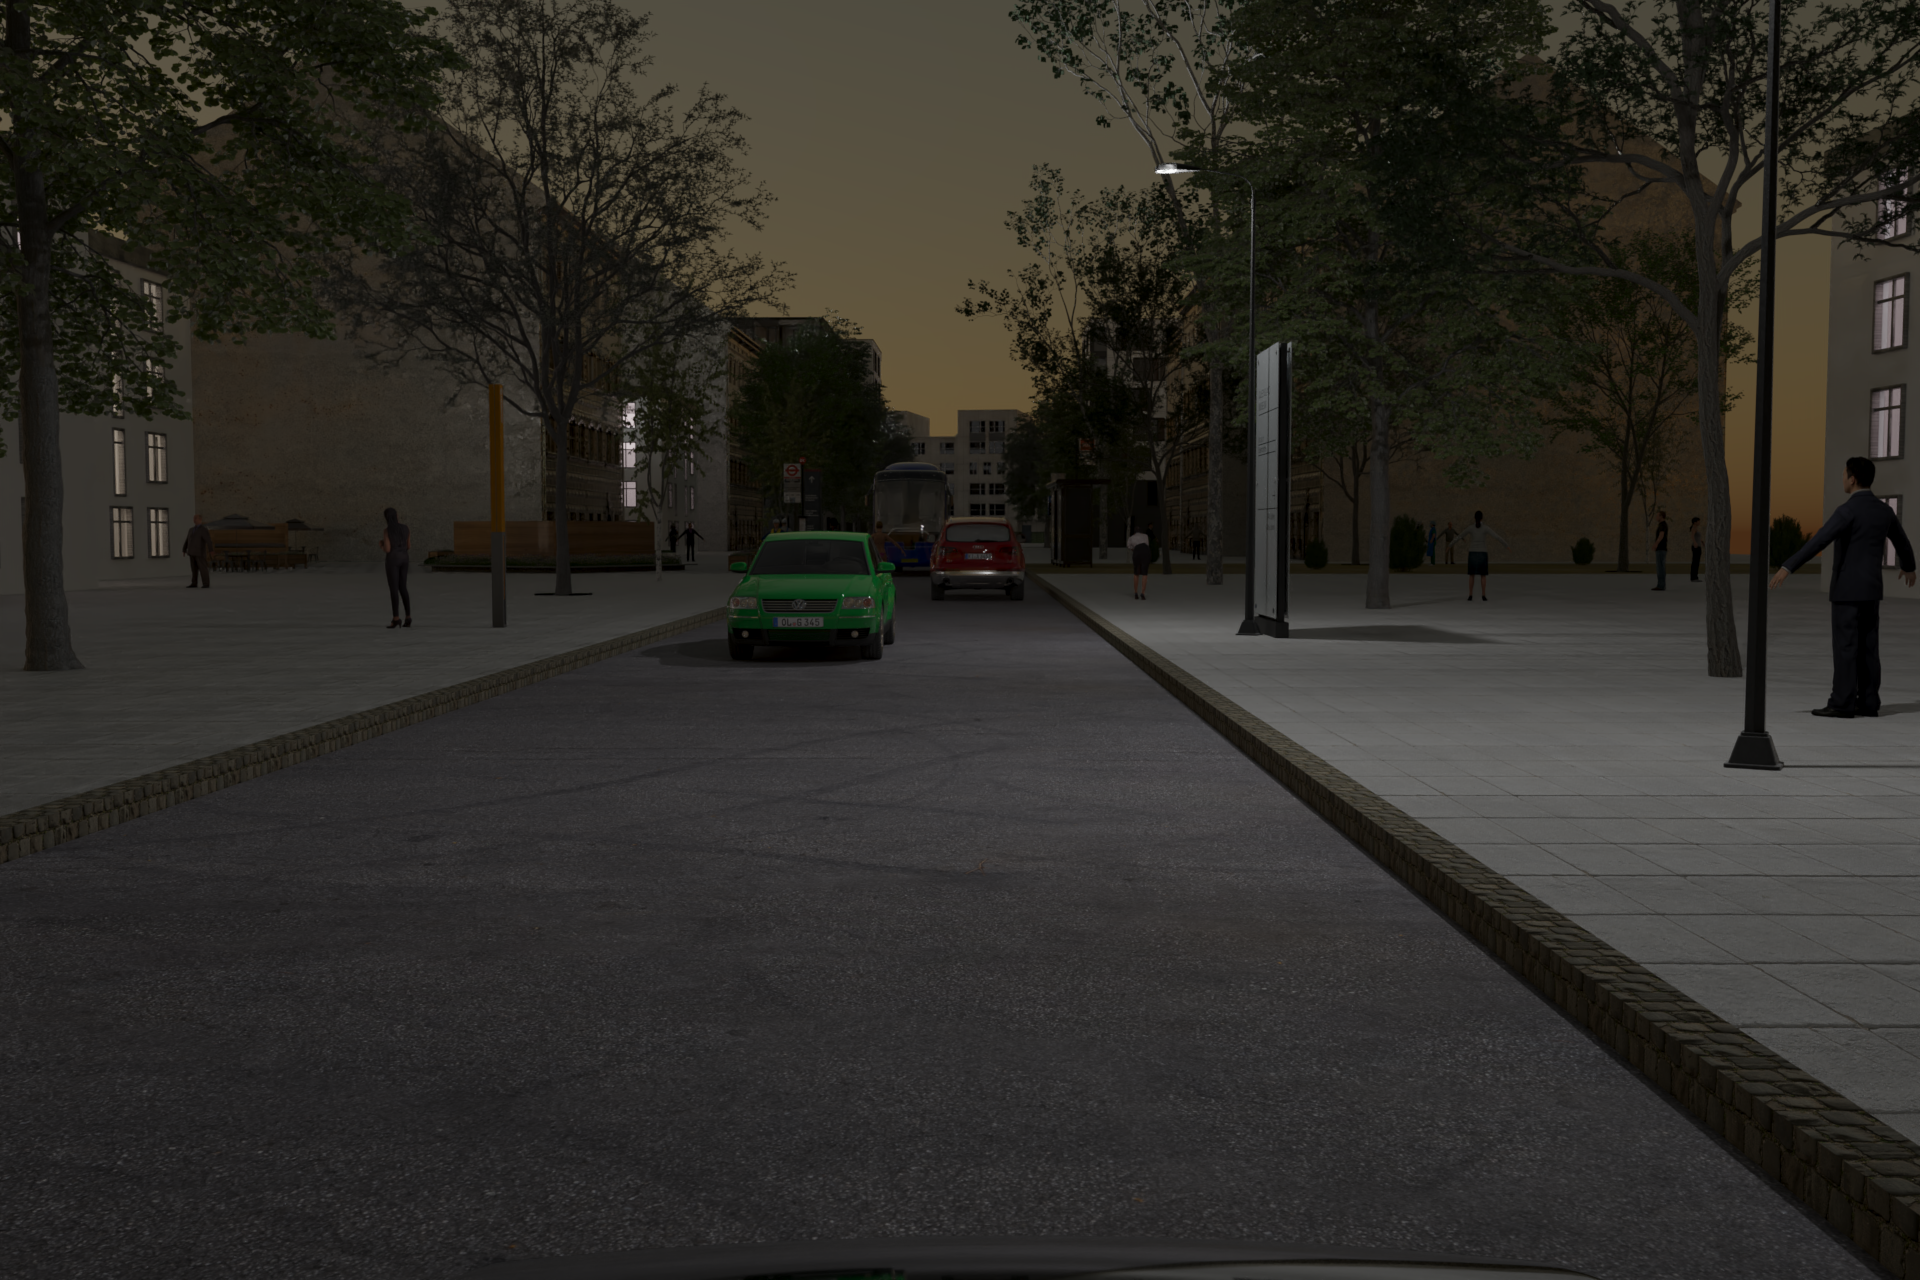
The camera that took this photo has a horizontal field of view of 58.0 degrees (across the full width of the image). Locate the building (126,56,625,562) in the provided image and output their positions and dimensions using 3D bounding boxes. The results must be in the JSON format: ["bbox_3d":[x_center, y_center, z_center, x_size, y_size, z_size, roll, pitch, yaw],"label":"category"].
[{"bbox_3d":[-27.984,-15.644,86.710,19.493,23.208,18.063,0,4,0],"label":"building"}]

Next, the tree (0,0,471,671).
[{"bbox_3d":[-8.442,-5.963,15.627,7.486,12.596,7.792,0,3,0],"label":"tree"}]

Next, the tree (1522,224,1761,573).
[{"bbox_3d":[22.444,-8.076,57.798,9.928,11.665,9.643,0,3,0],"label":"tree"}]

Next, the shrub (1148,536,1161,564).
[{"bbox_3d":[8.126,-3.860,74.222,1.383,1.207,1.383,0,3,0],"label":"shrub"}]

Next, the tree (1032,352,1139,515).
[{"bbox_3d":[8.059,-11.645,108.520,7.486,12.596,7.792,0,3,0],"label":"tree"}]

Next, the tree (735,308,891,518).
[{"bbox_3d":[-8.653,-11.761,98.945,9.857,13.997,8.962,0,3,0],"label":"tree"}]

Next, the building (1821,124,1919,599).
[{"bbox_3d":[23.316,-5.014,24.127,9.099,9.664,28.070,0,4,1],"label":"building"}]

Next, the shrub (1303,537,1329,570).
[{"bbox_3d":[12.888,-3.151,62.639,1.383,1.207,1.383,0,3,0],"label":"shrub"}]

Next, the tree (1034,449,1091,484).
[{"bbox_3d":[7.179,-10.859,127.903,4.360,8.622,3.978,0,3,0],"label":"tree"}]

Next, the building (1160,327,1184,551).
[{"bbox_3d":[25.913,-18.393,131.650,19.493,23.208,18.063,0,4,0],"label":"building"}]

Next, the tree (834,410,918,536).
[{"bbox_3d":[-8.145,-15.208,155.310,9.857,13.997,8.962,0,3,0],"label":"tree"}]

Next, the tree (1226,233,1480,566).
[{"bbox_3d":[16.138,-9.813,70.807,12.009,13.543,11.850,0,3,0],"label":"tree"}]

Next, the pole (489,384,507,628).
[{"bbox_3d":[-6.325,-1.826,23.694,0.158,3.312,0.155,0,3,0],"label":"pole"}]

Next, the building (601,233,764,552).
[{"bbox_3d":[-25.901,-18.599,135.016,19.493,23.208,18.063,0,4,1],"label":"building"}]

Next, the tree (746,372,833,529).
[{"bbox_3d":[-7.965,-7.897,79.484,4.737,8.622,4.395,0,3,0],"label":"tree"}]

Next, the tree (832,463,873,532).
[{"bbox_3d":[-7.535,-10.662,124.681,4.360,8.622,3.978,0,3,0],"label":"tree"}]

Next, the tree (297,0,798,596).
[{"bbox_3d":[-8.383,-7.683,35.994,12.009,13.543,11.850,0,3,0],"label":"tree"}]

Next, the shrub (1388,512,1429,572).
[{"bbox_3d":[14.985,-3.310,58.535,1.690,2.028,1.600,0,3,0],"label":"shrub"}]

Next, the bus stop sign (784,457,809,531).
[{"bbox_3d":[-5.656,-4.355,59.902,0.855,3.939,0.416,0,4,2],"label":"bus stop sign"}]

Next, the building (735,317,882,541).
[{"bbox_3d":[-23.071,-20.530,179.632,27.936,21.610,32.646,0,4,1],"label":"building"}]

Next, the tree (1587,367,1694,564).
[{"bbox_3d":[29.650,-7.563,74.012,4.360,8.622,3.978,0,3,0],"label":"tree"}]

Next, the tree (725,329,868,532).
[{"bbox_3d":[-8.198,-9.886,87.386,9.928,11.665,9.643,0,3,0],"label":"tree"}]

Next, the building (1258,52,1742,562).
[{"bbox_3d":[26.046,-15.753,88.486,19.493,23.208,18.063,0,4,1],"label":"building"}]

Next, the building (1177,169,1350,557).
[{"bbox_3d":[23.989,-16.868,106.727,19.493,23.208,18.063,0,4,1],"label":"building"}]

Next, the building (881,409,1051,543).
[{"bbox_3d":[1.139,-23.493,253.026,31.486,18.905,16.747,1,4,10],"label":"building"}]

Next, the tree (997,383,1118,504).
[{"bbox_3d":[7.891,-13.879,137.286,12.009,13.543,11.850,0,3,0],"label":"tree"}]

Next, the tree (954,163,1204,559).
[{"bbox_3d":[6.478,-14.257,88.993,12.611,20.169,13.585,0,3,0],"label":"tree"}]

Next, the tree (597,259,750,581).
[{"bbox_3d":[-8.121,-5.937,47.436,4.737,8.622,4.395,0,3,0],"label":"tree"}]

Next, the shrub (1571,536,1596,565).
[{"bbox_3d":[25.547,-3.661,70.978,1.383,1.207,1.383,0,3,0],"label":"shrub"}]

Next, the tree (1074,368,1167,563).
[{"bbox_3d":[7.570,-7.731,76.767,4.360,8.622,3.978,0,3,0],"label":"tree"}]

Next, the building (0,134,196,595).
[{"bbox_3d":[-24.555,-6.000,40.254,9.099,9.664,28.070,0,4,0],"label":"building"}]

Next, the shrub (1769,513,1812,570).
[{"bbox_3d":[29.148,-3.471,61.172,1.690,2.028,1.600,0,3,0],"label":"shrub"}]

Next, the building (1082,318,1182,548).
[{"bbox_3d":[26.413,-20.554,180.035,27.936,21.610,32.646,0,4,1],"label":"building"}]

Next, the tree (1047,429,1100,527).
[{"bbox_3d":[7.683,-10.219,117.448,4.737,8.622,4.395,0,3,0],"label":"tree"}]

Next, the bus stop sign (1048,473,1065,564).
[{"bbox_3d":[4.251,-5.268,75.140,0.837,3.901,0.837,0,4,0],"label":"bus stop sign"}]

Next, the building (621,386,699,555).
[{"bbox_3d":[-21.426,-10.399,112.173,9.099,9.664,28.070,0,4,0],"label":"building"}]

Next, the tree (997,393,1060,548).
[{"bbox_3d":[7.988,-15.304,156.882,9.857,13.997,8.962,0,3,0],"label":"tree"}]

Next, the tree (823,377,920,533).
[{"bbox_3d":[-7.902,-13.794,135.904,12.009,13.543,11.850,0,3,0],"label":"tree"}]
